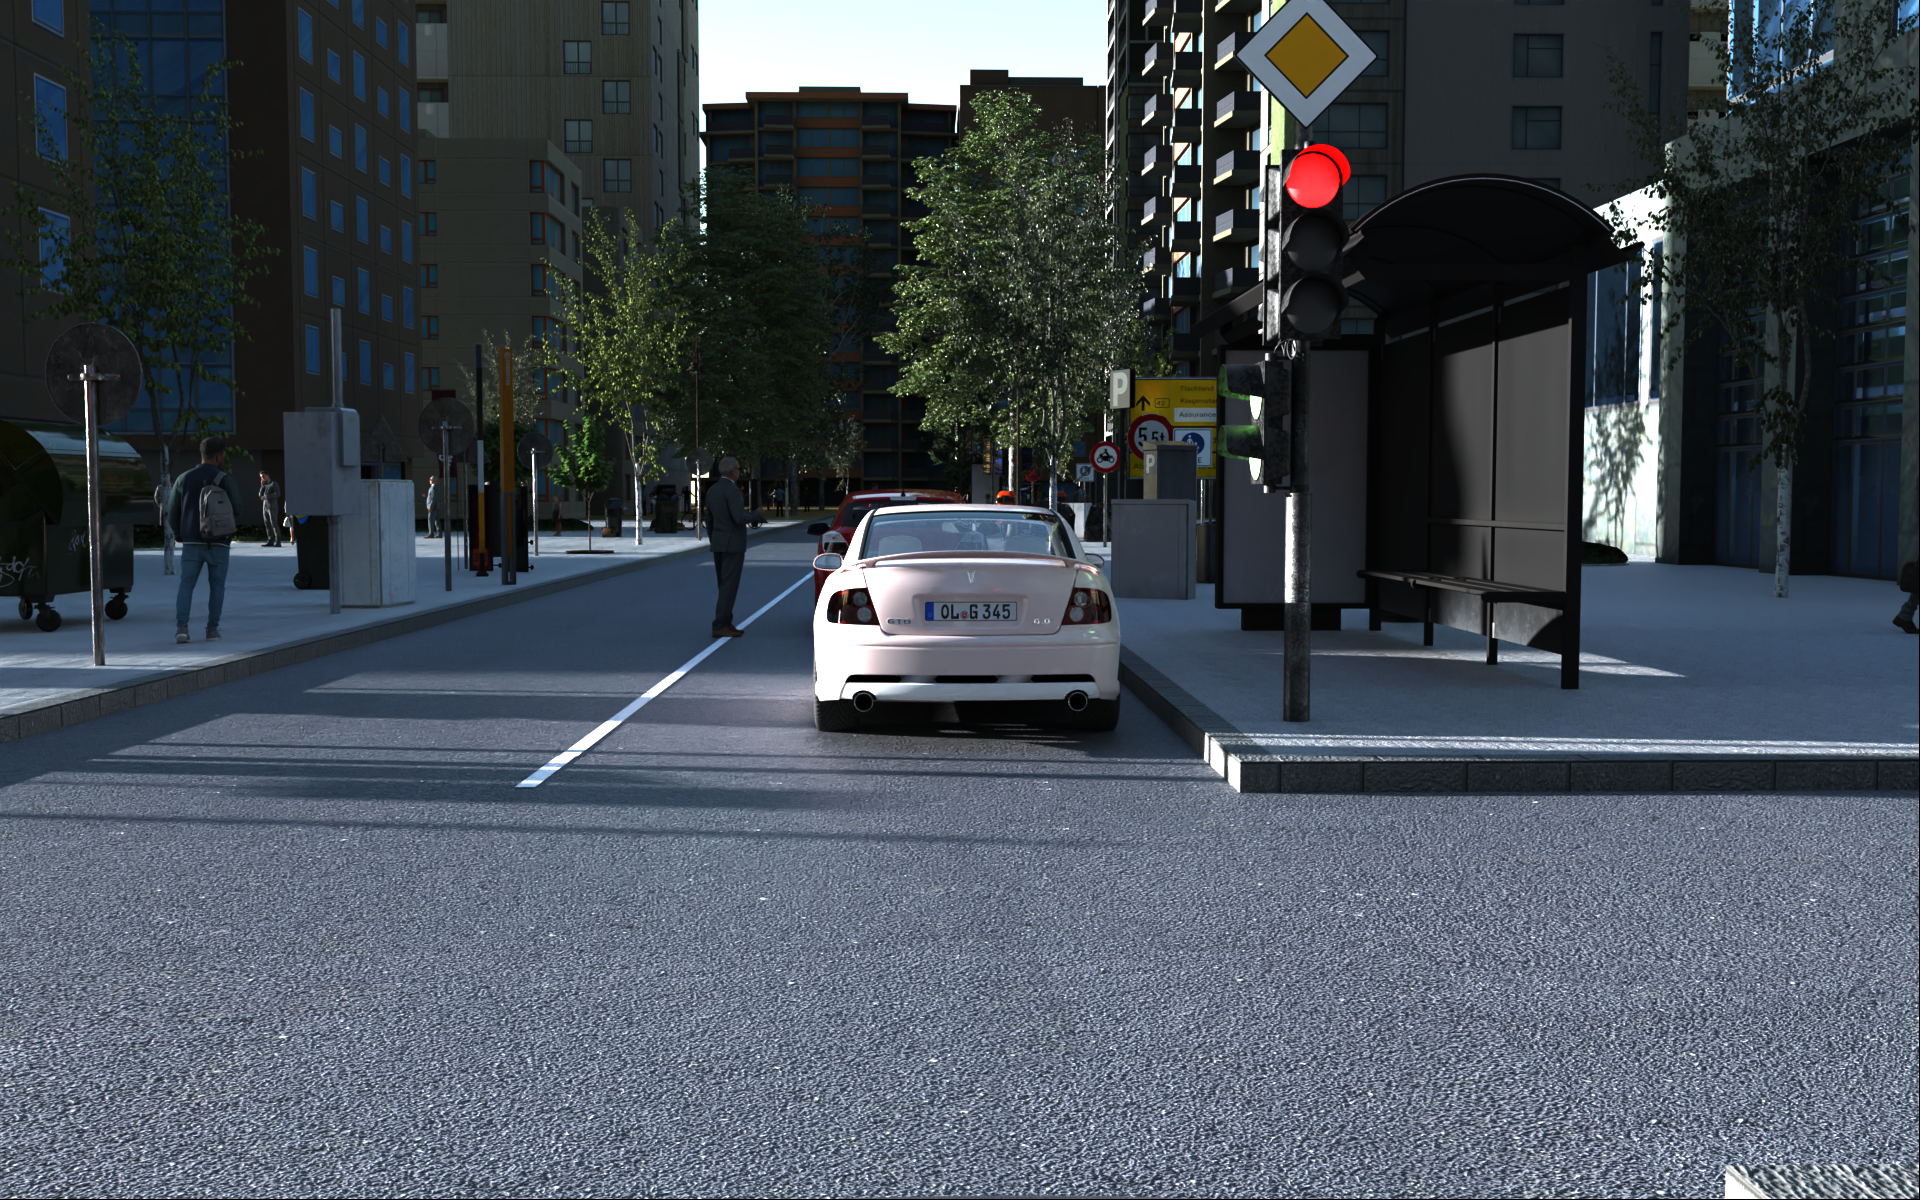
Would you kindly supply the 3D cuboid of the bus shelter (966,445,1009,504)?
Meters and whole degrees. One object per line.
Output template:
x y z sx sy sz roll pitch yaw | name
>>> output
1.316 -4.948 74.831 2.014 3.302 5.546 0 4 -2 | bus shelter

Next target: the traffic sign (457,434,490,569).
-8.443 -1.807 29.549 0.884 2.594 0.081 0 4 5 | traffic sign

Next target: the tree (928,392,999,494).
-0.078 -14.238 158.550 9.928 11.665 9.643 0 3 0 | tree

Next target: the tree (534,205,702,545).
-8.306 -5.703 43.610 4.737 8.622 4.395 0 3 0 | tree

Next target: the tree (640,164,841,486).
-7.766 -8.699 60.360 7.486 12.596 7.792 0 3 0 | tree

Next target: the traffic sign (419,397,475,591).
-6.764 -1.390 22.829 0.768 2.556 0.104 0 4 6 | traffic sign

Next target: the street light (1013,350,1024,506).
1.492 -4.369 44.218 0.468 5.910 1.993 0 4 -1 | street light

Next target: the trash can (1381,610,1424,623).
4.481 -0.356 17.477 0.748 1.137 0.748 0 3 0 | trash can

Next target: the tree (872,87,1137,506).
1.379 -8.036 49.509 7.486 12.596 7.792 0 3 0 | tree

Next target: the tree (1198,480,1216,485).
9.294 -4.626 59.354 4.285 4.588 4.351 0 3 0 | tree

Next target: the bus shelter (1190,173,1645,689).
3.246 -1.211 13.726 2.014 3.302 5.546 0 4 -1 | bus shelter

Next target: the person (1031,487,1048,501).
5.724 -7.206 123.949 1.348 1.812 0.705 2 4 29 | person

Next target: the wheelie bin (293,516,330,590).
-8.607 -0.954 23.505 0.693 1.594 0.980 1 4 9 | wheelie bin

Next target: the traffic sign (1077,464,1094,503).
4.202 -3.431 58.233 0.606 2.300 0.079 0 4 -1 | traffic sign

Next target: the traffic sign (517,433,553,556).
-8.804 -2.190 35.906 0.768 2.556 0.104 0 4 6 | traffic sign

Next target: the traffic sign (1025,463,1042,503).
2.980 -4.342 71.096 0.768 2.556 0.104 0 4 5 | traffic sign

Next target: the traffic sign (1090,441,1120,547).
3.498 -2.543 41.687 0.768 2.556 0.104 0 4 1 | traffic sign

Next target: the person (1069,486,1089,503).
6.740 -5.606 98.417 1.217 1.735 0.721 -1 4 -17 | person

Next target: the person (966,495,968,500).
0.792 -9.133 155.916 0.434 1.755 0.990 1 4 15 | person

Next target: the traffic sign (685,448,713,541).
-7.193 -2.915 47.764 0.768 2.556 0.104 0 4 4 | traffic sign

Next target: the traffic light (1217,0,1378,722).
1.887 -1.271 9.696 0.839 4.253 0.868 0 4 -1 | traffic light

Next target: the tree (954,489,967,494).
0.061 -9.062 142.773 1.663 3.219 1.824 0 3 0 | tree

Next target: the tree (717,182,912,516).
-9.249 -15.146 103.534 12.611 20.169 13.585 0 3 0 | tree

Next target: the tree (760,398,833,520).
-8.857 -8.297 86.022 4.360 8.622 3.978 0 3 0 | tree

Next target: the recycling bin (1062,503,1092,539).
3.332 -2.250 49.336 0.722 1.027 0.722 1 4 19 | recycling bin

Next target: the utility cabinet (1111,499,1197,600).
2.384 -0.622 21.335 1.020 1.237 0.306 2 4 29 | utility cabinet

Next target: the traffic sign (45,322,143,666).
-6.447 -0.782 12.894 0.768 2.556 0.104 0 4 6 | traffic sign

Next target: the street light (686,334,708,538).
-7.606 -4.740 50.288 0.468 5.910 1.993 0 4 -1 | street light

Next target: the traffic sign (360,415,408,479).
-9.557 -1.751 28.630 0.884 2.594 0.081 0 4 8 | traffic sign

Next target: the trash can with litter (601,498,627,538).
-10.280 -2.446 51.379 0.624 1.170 1.055 0 4 1 | trash can with litter

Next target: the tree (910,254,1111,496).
2.506 -7.955 64.473 7.601 10.594 8.767 1 4 9 | tree

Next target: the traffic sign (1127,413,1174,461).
3.018 -1.669 27.395 0.768 2.556 0.104 0 4 0 | traffic sign

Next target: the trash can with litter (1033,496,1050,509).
2.803 -2.437 50.906 2.233 1.210 1.678 0 4 6 | trash can with litter

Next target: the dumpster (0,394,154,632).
-8.993 -0.875 16.800 1.502 2.255 1.985 0 4 -1 | dumpster

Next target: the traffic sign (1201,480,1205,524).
4.950 -2.152 35.288 0.768 2.556 0.104 0 4 1 | traffic sign

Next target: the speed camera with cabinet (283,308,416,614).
-6.771 -1.526 19.282 0.660 3.252 2.038 0 4 6 | speed camera with cabinet

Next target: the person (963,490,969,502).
0.764 -9.041 154.576 1.217 1.735 0.721 -3 4 -38 | person

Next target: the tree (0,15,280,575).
-12.565 -4.689 27.029 4.737 8.622 4.395 0 3 0 | tree

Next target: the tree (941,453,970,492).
0.139 -9.215 134.384 4.285 4.588 4.351 0 3 0 | tree

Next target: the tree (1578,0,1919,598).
9.970 -4.338 21.291 4.360 8.622 3.978 0 3 0 | tree

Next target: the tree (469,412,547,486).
-17.276 -5.002 65.491 4.285 4.588 4.351 0 3 0 | tree

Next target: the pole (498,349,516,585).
-6.383 -1.870 24.419 0.158 3.312 0.155 0 3 0 | pole

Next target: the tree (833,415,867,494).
-10.709 -12.876 160.890 4.360 8.622 3.978 0 3 0 | tree

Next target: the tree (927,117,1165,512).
1.572 -5.068 33.227 4.360 8.622 3.978 0 3 0 | tree

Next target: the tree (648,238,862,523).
-9.043 -9.709 75.747 9.611 12.733 9.660 0 3 0 | tree

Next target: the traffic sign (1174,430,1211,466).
3.607 -1.517 26.932 0.606 2.300 0.079 0 4 2 | traffic sign

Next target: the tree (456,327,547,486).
-19.830 -7.660 75.611 4.360 8.622 3.978 0 3 0 | tree

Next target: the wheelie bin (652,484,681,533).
-9.567 -2.981 56.645 0.980 1.594 0.693 -2 4 -31 | wheelie bin

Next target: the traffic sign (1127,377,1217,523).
4.040 -2.217 30.118 2.265 3.308 0.079 0 4 2 | traffic sign

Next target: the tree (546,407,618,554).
-7.977 -2.630 37.607 1.663 3.219 1.824 0 3 0 | tree

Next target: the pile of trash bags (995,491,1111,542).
2.627 -2.302 47.393 3.447 1.369 1.912 1 4 18 | pile of trash bags

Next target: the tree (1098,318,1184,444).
7.799 -7.435 71.921 4.737 8.622 4.395 0 3 0 | tree
